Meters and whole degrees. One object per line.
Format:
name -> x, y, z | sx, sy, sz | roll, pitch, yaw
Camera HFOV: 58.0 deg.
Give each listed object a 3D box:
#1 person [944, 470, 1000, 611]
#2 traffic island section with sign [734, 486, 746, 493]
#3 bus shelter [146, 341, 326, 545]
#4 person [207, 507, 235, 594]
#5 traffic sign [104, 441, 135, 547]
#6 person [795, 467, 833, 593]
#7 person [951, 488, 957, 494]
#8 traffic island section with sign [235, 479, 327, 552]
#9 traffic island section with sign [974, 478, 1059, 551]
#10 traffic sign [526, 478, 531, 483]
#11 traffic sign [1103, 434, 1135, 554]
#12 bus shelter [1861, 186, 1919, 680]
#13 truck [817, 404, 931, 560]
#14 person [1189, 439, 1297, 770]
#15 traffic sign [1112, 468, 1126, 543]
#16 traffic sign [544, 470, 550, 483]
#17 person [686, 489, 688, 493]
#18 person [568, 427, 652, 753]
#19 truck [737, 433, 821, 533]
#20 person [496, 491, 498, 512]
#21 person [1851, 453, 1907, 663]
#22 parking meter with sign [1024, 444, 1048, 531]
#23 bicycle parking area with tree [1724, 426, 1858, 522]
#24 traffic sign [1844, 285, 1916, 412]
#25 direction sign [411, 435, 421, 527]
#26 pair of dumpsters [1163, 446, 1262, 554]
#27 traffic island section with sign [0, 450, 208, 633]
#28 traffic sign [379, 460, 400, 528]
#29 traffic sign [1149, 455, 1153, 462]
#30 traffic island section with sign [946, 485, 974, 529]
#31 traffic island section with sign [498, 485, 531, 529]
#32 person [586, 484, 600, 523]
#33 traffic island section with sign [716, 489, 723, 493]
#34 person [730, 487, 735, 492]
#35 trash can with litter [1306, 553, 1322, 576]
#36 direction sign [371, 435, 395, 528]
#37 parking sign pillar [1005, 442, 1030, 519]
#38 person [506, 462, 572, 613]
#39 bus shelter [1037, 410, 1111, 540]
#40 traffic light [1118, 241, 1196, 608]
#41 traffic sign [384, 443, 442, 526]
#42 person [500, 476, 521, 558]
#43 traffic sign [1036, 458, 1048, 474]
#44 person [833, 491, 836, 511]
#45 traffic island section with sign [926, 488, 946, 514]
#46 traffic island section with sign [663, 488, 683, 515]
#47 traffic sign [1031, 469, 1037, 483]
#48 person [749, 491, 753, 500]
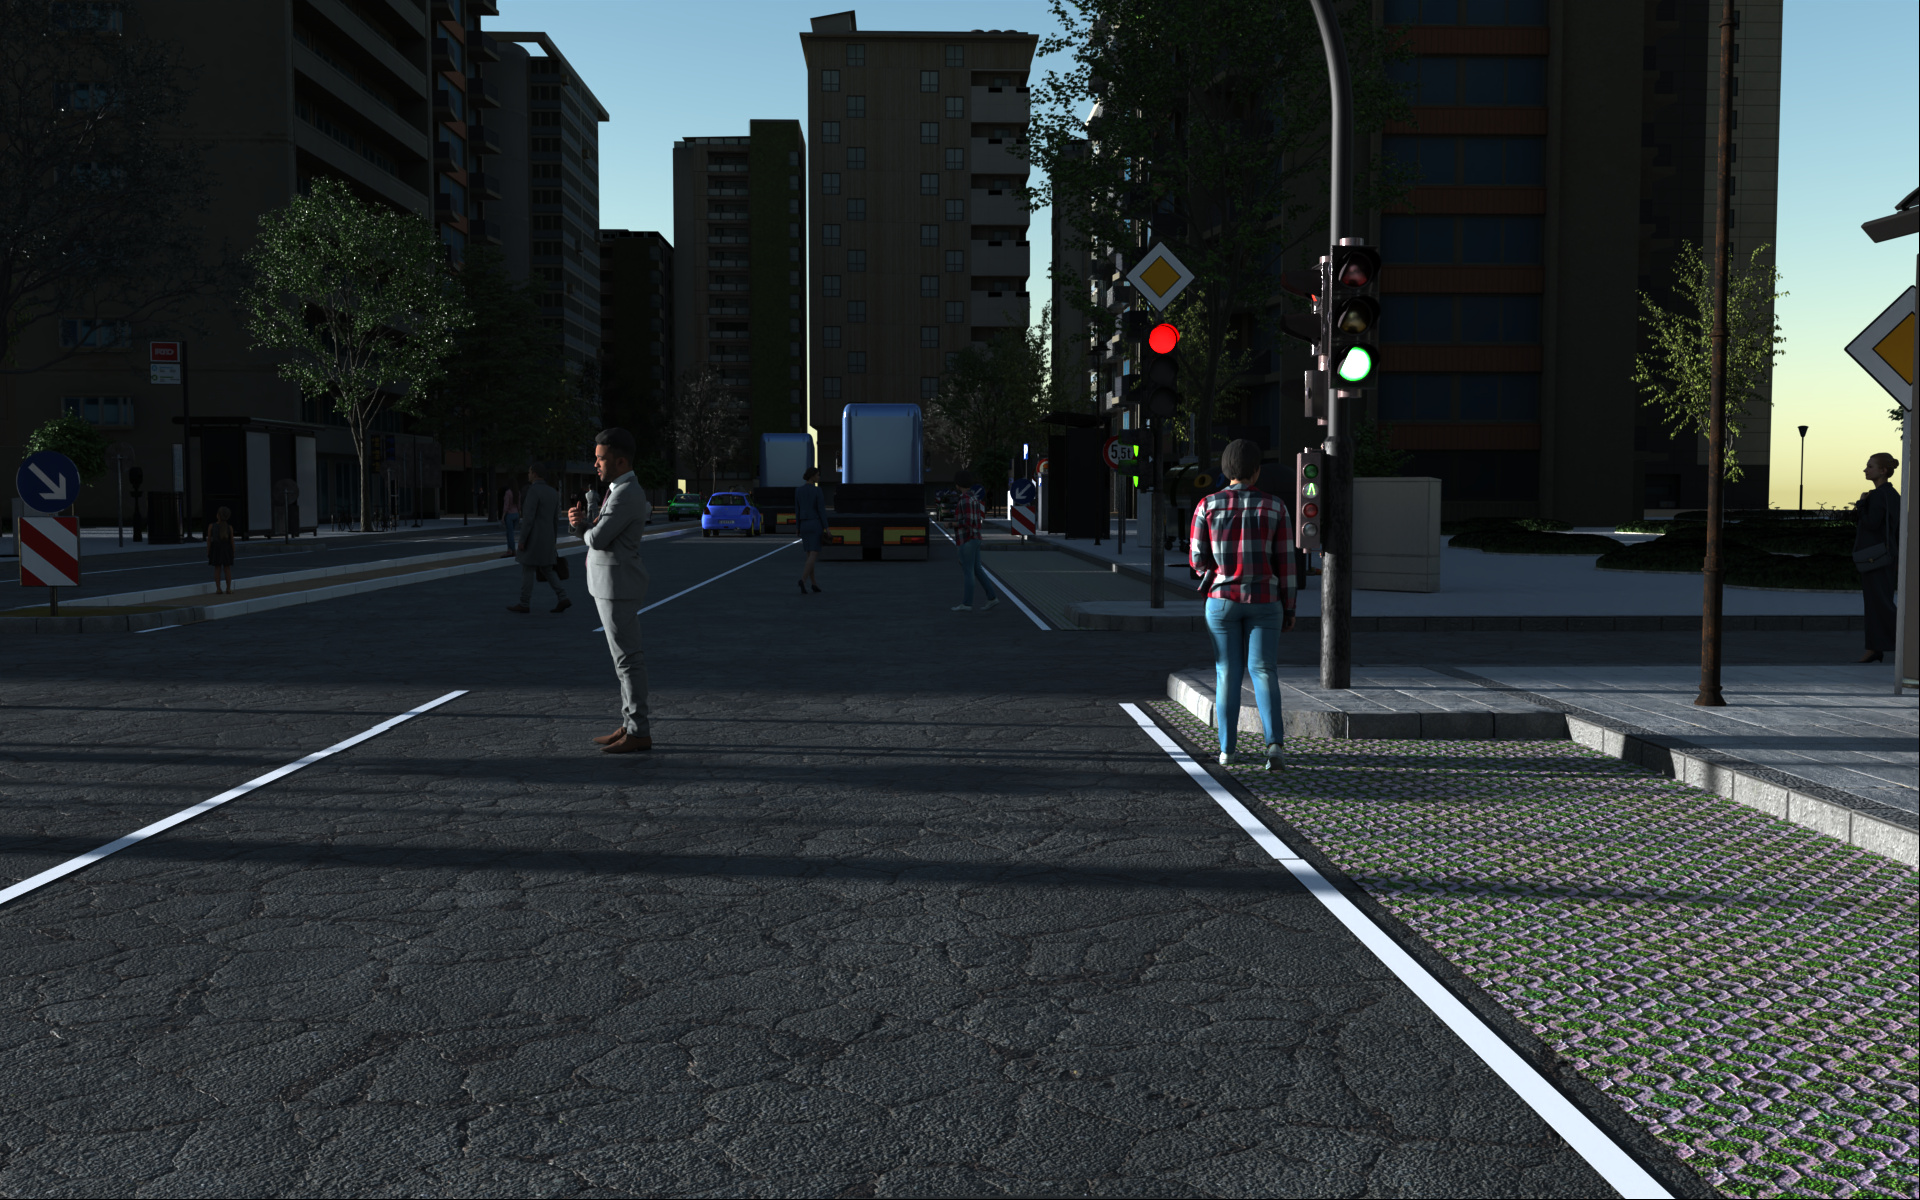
person -> 0.141, -0.726, 21.202 | 0.643, 1.720, 0.563 | 1, 4, 13
traffic island section with sign -> -12.014, -5.244, 93.874 | 2.006, 1.907, 1.989 | 0, 4, -2
bus shelter -> -20.188, -4.311, 48.115 | 2.179, 5.291, 8.768 | 0, 4, -2
person -> -10.513, -0.701, 24.636 | 0.362, 1.253, 0.373 | -1, 4, -19
traffic sign -> -20.262, -2.547, 41.757 | 0.768, 2.556, 0.104 | 0, 4, 5
person -> -2.190, -1.013, 25.084 | 0.581, 1.822, 0.654 | 3, 5, 41
person -> -0.519, -6.484, 114.389 | 0.599, 1.838, 0.709 | 3, 5, 41
traffic island section with sign -> -17.068, -2.132, 43.492 | 1.989, 1.847, 2.006 | 0, 4, -2
traffic island section with sign -> 1.447, -2.169, 44.084 | 1.989, 1.847, 2.006 | 0, 4, -2
traffic sign -> -20.865, -5.195, 84.941 | 0.884, 2.594, 0.081 | 0, 4, 2
traffic sign -> 3.412, -2.247, 36.845 | 0.768, 2.556, 0.104 | 0, 4, -1
bus shelter -> 6.394, -0.831, 7.515 | 2.014, 3.302, 5.546 | 0, 4, -2
truck -> -2.133, -3.427, 45.786 | 2.967, 4.110, 18.799 | 0, 4, -2
person -> 1.484, 0.015, 9.085 | 0.563, 1.720, 0.643 | 0, 4, 8
traffic sign -> 4.281, -2.754, 45.136 | 0.768, 2.556, 0.104 | 0, 4, 7
traffic sign -> -21.396, -5.426, 88.827 | 0.768, 2.556, 0.104 | 0, 4, -1
person -> -19.995, -7.252, 127.048 | 0.705, 1.826, 1.348 | -3, 4, -36
person -> -1.973, -0.064, 9.733 | 0.466, 1.800, 0.511 | -2, 4, -26
truck -> -7.333, -4.965, 70.929 | 2.967, 4.110, 18.799 | 0, 4, -3
person -> -33.553, -7.264, 124.816 | 1.348, 1.824, 0.705 | -1, 4, -22
person -> 7.662, -0.330, 14.323 | 0.534, 1.772, 0.576 | 1, 4, 22
parking meter with sign -> 3.120, -3.910, 60.185 | 1.738, 3.016, 0.543 | -1, 4, -14
bicycle parking area with tree -> 36.546, -5.102, 70.427 | 9.016, 4.147, 8.231 | -1, 4, -10
traffic sign -> 6.018, -0.688, 10.976 | 0.795, 2.593, 0.064 | 0, 4, 7
direction sign -> -20.941, -4.561, 66.570 | 0.379, 3.537, 0.876 | -1, 4, -17
pair of dumpsters -> 5.354, -2.132, 37.351 | 1.574, 2.255, 4.437 | 0, 4, -2
traffic island section with sign -> -9.557, -0.651, 18.775 | 2.006, 1.907, 1.989 | 0, 4, -2
traffic sign -> -21.311, -3.951, 64.706 | 0.768, 2.556, 0.104 | 0, 4, 1
traffic sign -> 4.718, -2.811, 45.700 | 0.795, 2.593, 0.064 | 0, 4, -1
traffic island section with sign -> 0.569, -3.816, 71.024 | 1.989, 1.847, 2.006 | 0, 4, -2
traffic island section with sign -> -17.986, -3.874, 71.967 | 1.989, 1.847, 2.006 | 0, 4, -2
person -> -13.319, -3.316, 62.897 | 0.511, 1.800, 0.466 | 0, 4, 6
traffic island section with sign -> -20.467, -8.511, 147.789 | 1.989, 1.847, 2.006 | 0, 4, -2
person -> -11.944, -5.076, 91.675 | 0.526, 1.800, 0.537 | 2, 4, 26
trash can with litter -> 5.142, -1.033, 27.939 | 2.233, 1.210, 1.678 | 3, 5, 42
direction sign -> -22.089, -4.549, 66.371 | 0.876, 3.537, 0.379 | -2, 4, -25
parking sign pillar -> 3.050, -6.206, 89.936 | 1.447, 3.967, 1.447 | 3, 5, 41
person -> -5.090, -0.751, 20.885 | 0.767, 1.812, 0.694 | 1, 4, 18
bus shelter -> 3.379, -3.702, 51.804 | 1.731, 3.624, 6.357 | 0, 4, -2
traffic light -> 2.203, -1.863, 19.382 | 0.839, 4.253, 0.868 | 0, 4, -2
traffic sign -> -21.861, -4.609, 69.226 | 2.265, 3.308, 0.079 | 0, 3, 0
person -> -9.946, -1.829, 38.416 | 0.388, 1.821, 0.555 | 1, 4, 16
traffic sign -> 3.081, -3.737, 61.198 | 0.768, 2.556, 0.104 | 0, 4, 2
person -> -10.586, -8.374, 146.217 | 0.445, 1.727, 0.742 | -1, 4, -22
traffic island section with sign -> -1.961, -8.576, 148.838 | 1.989, 1.847, 2.006 | 0, 4, -2
traffic island section with sign -> -19.584, -6.849, 120.607 | 1.989, 1.847, 2.006 | 0, 4, -2
traffic sign -> 3.704, -4.926, 80.643 | 0.768, 2.556, 0.104 | 0, 4, 1
person -> -20.981, -10.089, 173.969 | 1.217, 1.766, 0.721 | 0, 4, 2
